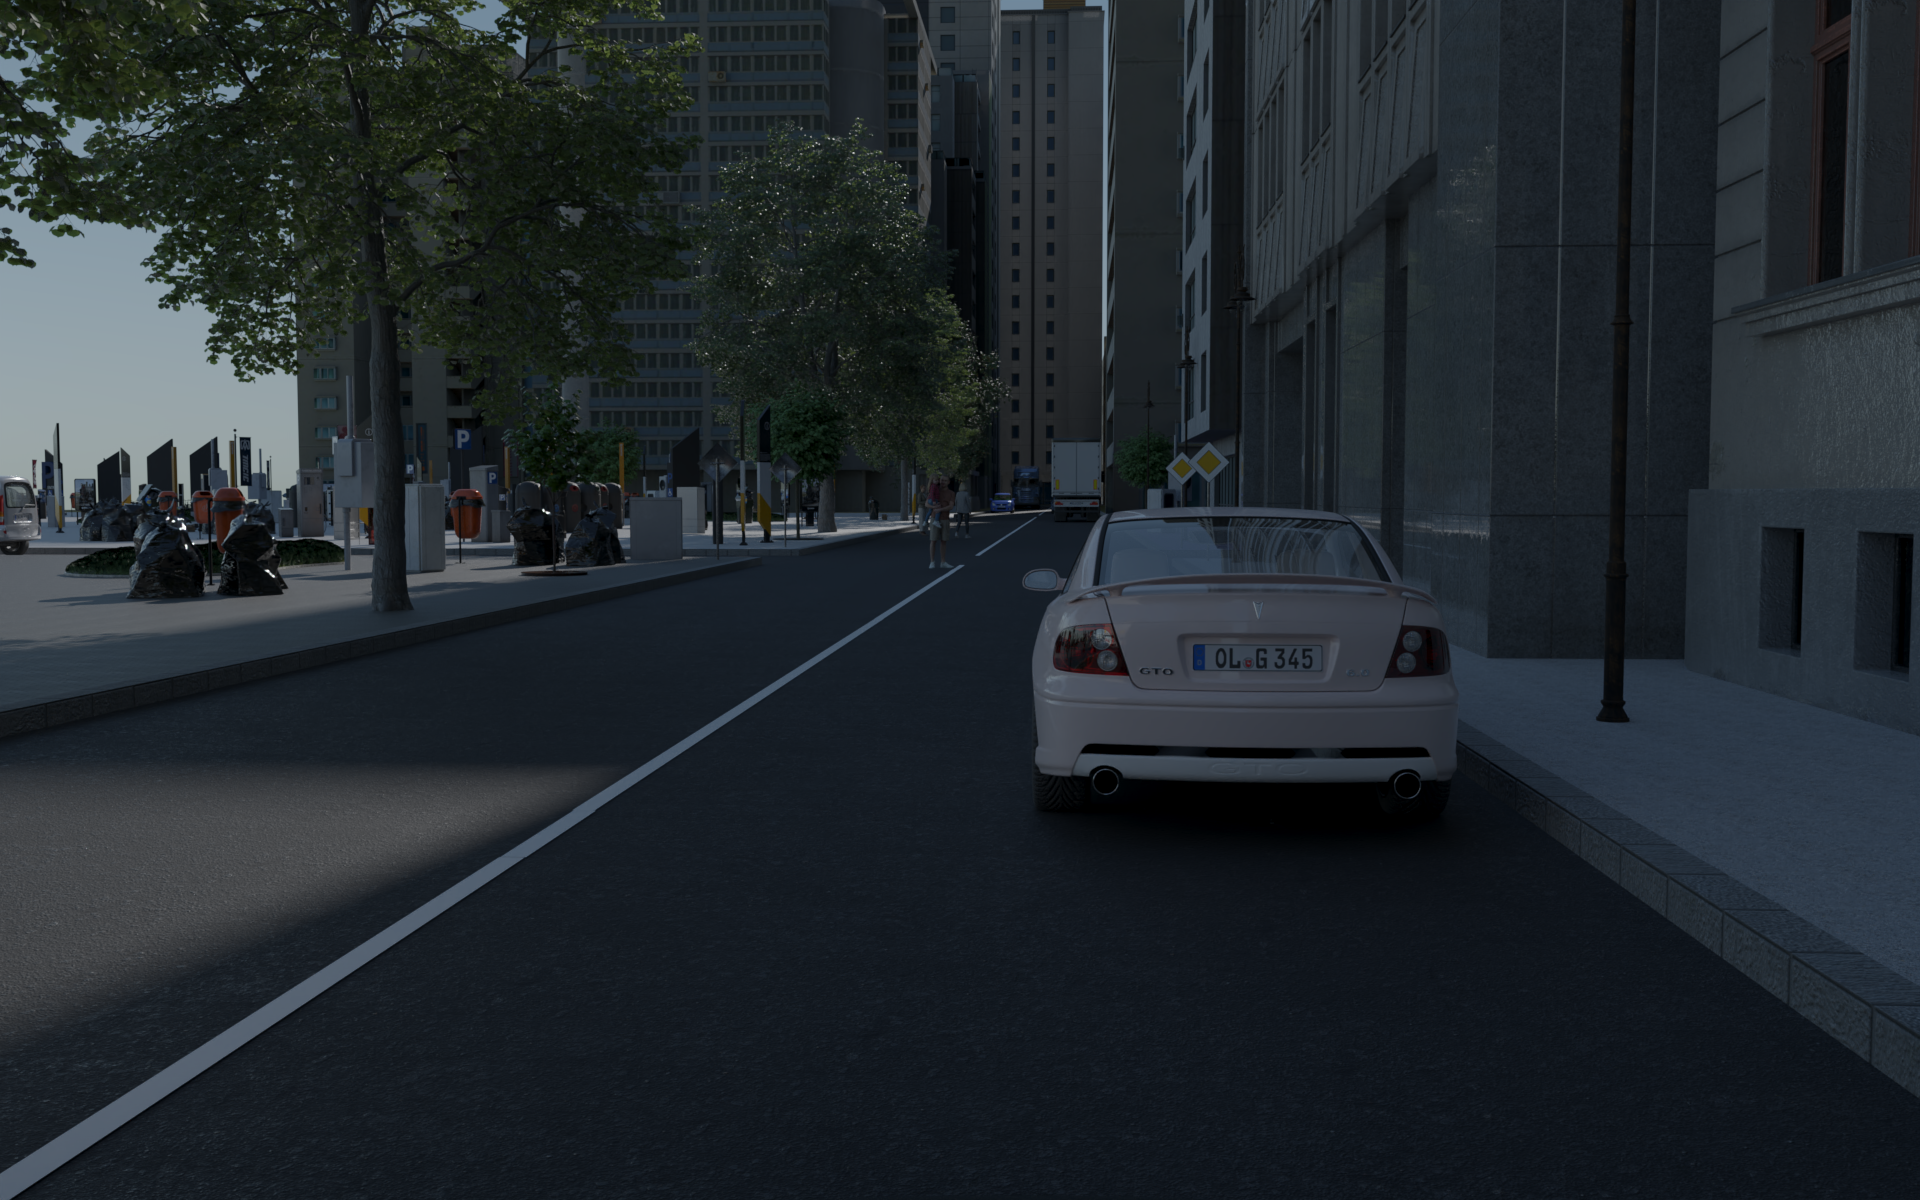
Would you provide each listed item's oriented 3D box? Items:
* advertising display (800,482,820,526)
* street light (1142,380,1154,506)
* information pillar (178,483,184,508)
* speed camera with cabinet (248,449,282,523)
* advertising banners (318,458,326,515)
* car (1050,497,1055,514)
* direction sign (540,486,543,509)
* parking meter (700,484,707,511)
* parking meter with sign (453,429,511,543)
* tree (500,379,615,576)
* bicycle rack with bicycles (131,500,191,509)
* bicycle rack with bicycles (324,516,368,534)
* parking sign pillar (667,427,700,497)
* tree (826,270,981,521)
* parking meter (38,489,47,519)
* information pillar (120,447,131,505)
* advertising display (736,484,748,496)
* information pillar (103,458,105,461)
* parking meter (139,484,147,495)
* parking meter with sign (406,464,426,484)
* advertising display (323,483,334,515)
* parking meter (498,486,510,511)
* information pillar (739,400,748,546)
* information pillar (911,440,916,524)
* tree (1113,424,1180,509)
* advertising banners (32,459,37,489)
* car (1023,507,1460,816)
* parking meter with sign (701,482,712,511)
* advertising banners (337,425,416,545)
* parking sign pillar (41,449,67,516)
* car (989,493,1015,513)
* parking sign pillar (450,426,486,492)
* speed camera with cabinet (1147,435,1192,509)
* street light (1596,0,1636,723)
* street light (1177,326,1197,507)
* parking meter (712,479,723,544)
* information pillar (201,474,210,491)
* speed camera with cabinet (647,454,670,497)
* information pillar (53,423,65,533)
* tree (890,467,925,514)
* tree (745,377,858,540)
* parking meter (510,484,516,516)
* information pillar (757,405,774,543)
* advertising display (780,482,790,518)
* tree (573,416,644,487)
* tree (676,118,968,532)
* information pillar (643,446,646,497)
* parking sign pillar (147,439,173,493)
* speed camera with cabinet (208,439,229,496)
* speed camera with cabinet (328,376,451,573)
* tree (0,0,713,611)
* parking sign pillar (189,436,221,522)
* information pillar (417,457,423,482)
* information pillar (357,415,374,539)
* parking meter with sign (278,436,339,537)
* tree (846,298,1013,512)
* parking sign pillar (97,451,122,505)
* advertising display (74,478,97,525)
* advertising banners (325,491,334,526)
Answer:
[{"bbox_3d":[-5.969,-3.890,68.815,0.123,1.923,0.974,3,5,43],"label":"advertising display"},{"bbox_3d":[7.649,-5.969,70.376,0.468,5.910,1.993,0,4,4],"label":"street light"},{"bbox_3d":[-53.663,-7.025,119.342,0.304,2.012,0.304,-1,4,-12],"label":"information pillar"},{"bbox_3d":[-30.479,-4.990,75.921,0.660,3.252,2.038,0,4,5],"label":"speed camera with cabinet"},{"bbox_3d":[-31.059,-5.390,84.318,0.090,3.025,2.074,-1,4,-10],"label":"advertising banners"},{"bbox_3d":[7.627,-7.106,128.192,2.014,1.417,4.499,0,4,3],"label":"car"},{"bbox_3d":[-10.455,-3.134,43.235,0.379,3.537,0.876,0,4,-8],"label":"direction sign"},{"bbox_3d":[-15.074,-5.876,101.784,0.255,1.863,0.399,2,4,32],"label":"parking meter"},{"bbox_3d":[-12.658,-3.044,46.023,1.738,3.016,0.543,2,4,34],"label":"parking meter with sign"},{"bbox_3d":[-6.297,-2.006,27.397,1.663,3.219,1.824,0,3,0],"label":"tree"},{"bbox_3d":[-47.563,-5.407,101.786,2.925,0.926,2.852,1,4,15],"label":"bicycle rack with bicycles"},{"bbox_3d":[-20.089,-2.606,55.991,2.852,0.926,2.925,0,4,-8],"label":"bicycle rack with bicycles"},{"bbox_3d":[-11.098,-4.957,69.520,1.447,3.967,1.447,-3,5,-43],"label":"parking sign pillar"},{"bbox_3d":[-3.049,-10.058,82.582,7.486,12.596,7.792,0,3,0],"label":"tree"},{"bbox_3d":[-47.283,-4.942,89.209,0.372,1.533,0.369,0,3,0],"label":"parking meter"},{"bbox_3d":[-41.895,-5.849,86.985,0.183,3.616,0.504,2,4,31],"label":"information pillar"},{"bbox_3d":[-13.350,-6.169,106.080,0.974,1.923,0.123,3,5,44],"label":"advertising display"},{"bbox_3d":[-55.223,-7.380,112.014,0.504,3.616,0.183,3,5,41],"label":"information pillar"},{"bbox_3d":[-45.359,-5.532,96.154,0.255,1.863,0.399,1,4,18],"label":"parking meter"},{"bbox_3d":[-32.057,-6.520,102.855,0.543,3.016,1.738,1,4,22],"label":"parking meter with sign"},{"bbox_3d":[-37.535,-5.985,103.068,0.123,1.923,0.974,2,4,33],"label":"advertising display"},{"bbox_3d":[-12.771,-2.447,48.412,0.372,1.533,0.369,0,3,0],"label":"parking meter"},{"bbox_3d":[-5.399,-3.163,43.063,0.183,3.616,0.504,0,4,-3],"label":"information pillar"},{"bbox_3d":[-1.983,-5.089,74.564,0.183,3.616,0.504,-1,4,-11],"label":"information pillar"},{"bbox_3d":[8.807,-5.953,81.039,4.285,4.588,4.351,0,3,0],"label":"tree"},{"bbox_3d":[-46.607,-5.532,86.641,0.090,3.025,2.074,0,4,-4],"label":"advertising banners"},{"bbox_3d":[1.350,0.197,9.141,2.083,1.381,4.827,0,4,4],"label":"car"},{"bbox_3d":[-16.296,-7.042,111.397,1.738,3.016,0.543,-1,4,-9],"label":"parking meter with sign"},{"bbox_3d":[-14.698,-2.907,43.724,2.074,3.025,0.090,0,4,6],"label":"advertising banners"},{"bbox_3d":[-54.369,-7.052,103.765,1.447,3.967,1.447,1,4,22],"label":"parking sign pillar"},{"bbox_3d":[3.180,-7.328,129.397,1.945,1.707,3.694,0,4,4],"label":"car"},{"bbox_3d":[-19.462,-4.898,68.560,1.447,3.967,1.447,0,4,5],"label":"parking sign pillar"},{"bbox_3d":[6.964,-3.858,57.407,0.660,3.252,2.038,3,4,36],"label":"speed camera with cabinet"},{"bbox_3d":[3.693,-2.253,9.620,0.468,5.910,1.993,0,4,4],"label":"street light"},{"bbox_3d":[6.243,-4.587,47.789,0.468,5.910,1.993,0,4,4],"label":"street light"},{"bbox_3d":[-6.209,-2.364,44.370,0.255,1.863,0.399,-1,4,-12],"label":"parking meter"},{"bbox_3d":[-27.665,-3.616,63.615,0.304,2.012,0.304,-2,4,-35],"label":"information pillar"},{"bbox_3d":[-14.884,-5.615,86.149,0.660,3.252,2.038,-3,4,-37],"label":"speed camera with cabinet"},{"bbox_3d":[-29.781,-4.025,57.161,0.183,3.616,0.504,-3,5,-41],"label":"information pillar"},{"bbox_3d":[-3.201,-9.823,110.970,4.360,8.622,3.978,0,3,0],"label":"tree"},{"bbox_3d":[-4.489,-3.976,48.716,4.285,4.588,4.351,0,3,0],"label":"tree"},{"bbox_3d":[-26.109,-5.843,101.237,0.255,1.863,0.399,-3,4,-37],"label":"parking meter"},{"bbox_3d":[-5.128,-3.306,45.407,0.183,3.616,0.504,2,4,32],"label":"information pillar"},{"bbox_3d":[-9.463,-5.419,93.822,0.123,1.923,0.974,-2,4,-31],"label":"advertising display"},{"bbox_3d":[-14.848,-5.468,73.115,4.285,4.588,4.351,0,3,0],"label":"tree"},{"bbox_3d":[-4.573,-9.244,57.799,9.857,13.997,8.962,0,3,0],"label":"tree"},{"bbox_3d":[-15.225,-5.645,83.650,0.183,3.616,0.504,0,4,-4],"label":"information pillar"},{"bbox_3d":[-38.885,-5.868,84.407,1.447,3.967,1.447,0,4,5],"label":"parking sign pillar"},{"bbox_3d":[-26.319,-4.117,61.651,0.660,3.252,2.038,-2,4,-27],"label":"speed camera with cabinet"},{"bbox_3d":[-9.515,-2.112,28.870,2.038,3.252,0.660,2,4,30],"label":"speed camera with cabinet"},{"bbox_3d":[-6.744,-6.160,18.835,7.486,12.596,7.792,0,3,0],"label":"tree"},{"bbox_3d":[-35.344,-5.668,81.138,1.447,3.967,1.447,0,4,0],"label":"parking sign pillar"},{"bbox_3d":[-34.042,-7.206,109.179,0.504,3.616,0.183,3,5,40],"label":"information pillar"},{"bbox_3d":[-17.093,-3.585,49.971,0.504,3.616,0.183,0,4,-5],"label":"information pillar"},{"bbox_3d":[-19.463,-3.397,51.799,1.738,3.016,0.543,-3,4,-36],"label":"parking meter with sign"},{"bbox_3d":[-1.761,-11.192,99.992,9.611,12.733,9.660,0,3,0],"label":"tree"},{"bbox_3d":[-52.962,-7.302,107.857,1.447,3.967,1.447,-1,4,-13],"label":"parking sign pillar"},{"bbox_3d":[-36.267,-4.075,71.834,0.974,1.923,0.123,1,4,14],"label":"advertising display"},{"bbox_3d":[-25.002,-4.547,70.527,0.090,3.025,2.074,1,4,19],"label":"advertising banners"}]
